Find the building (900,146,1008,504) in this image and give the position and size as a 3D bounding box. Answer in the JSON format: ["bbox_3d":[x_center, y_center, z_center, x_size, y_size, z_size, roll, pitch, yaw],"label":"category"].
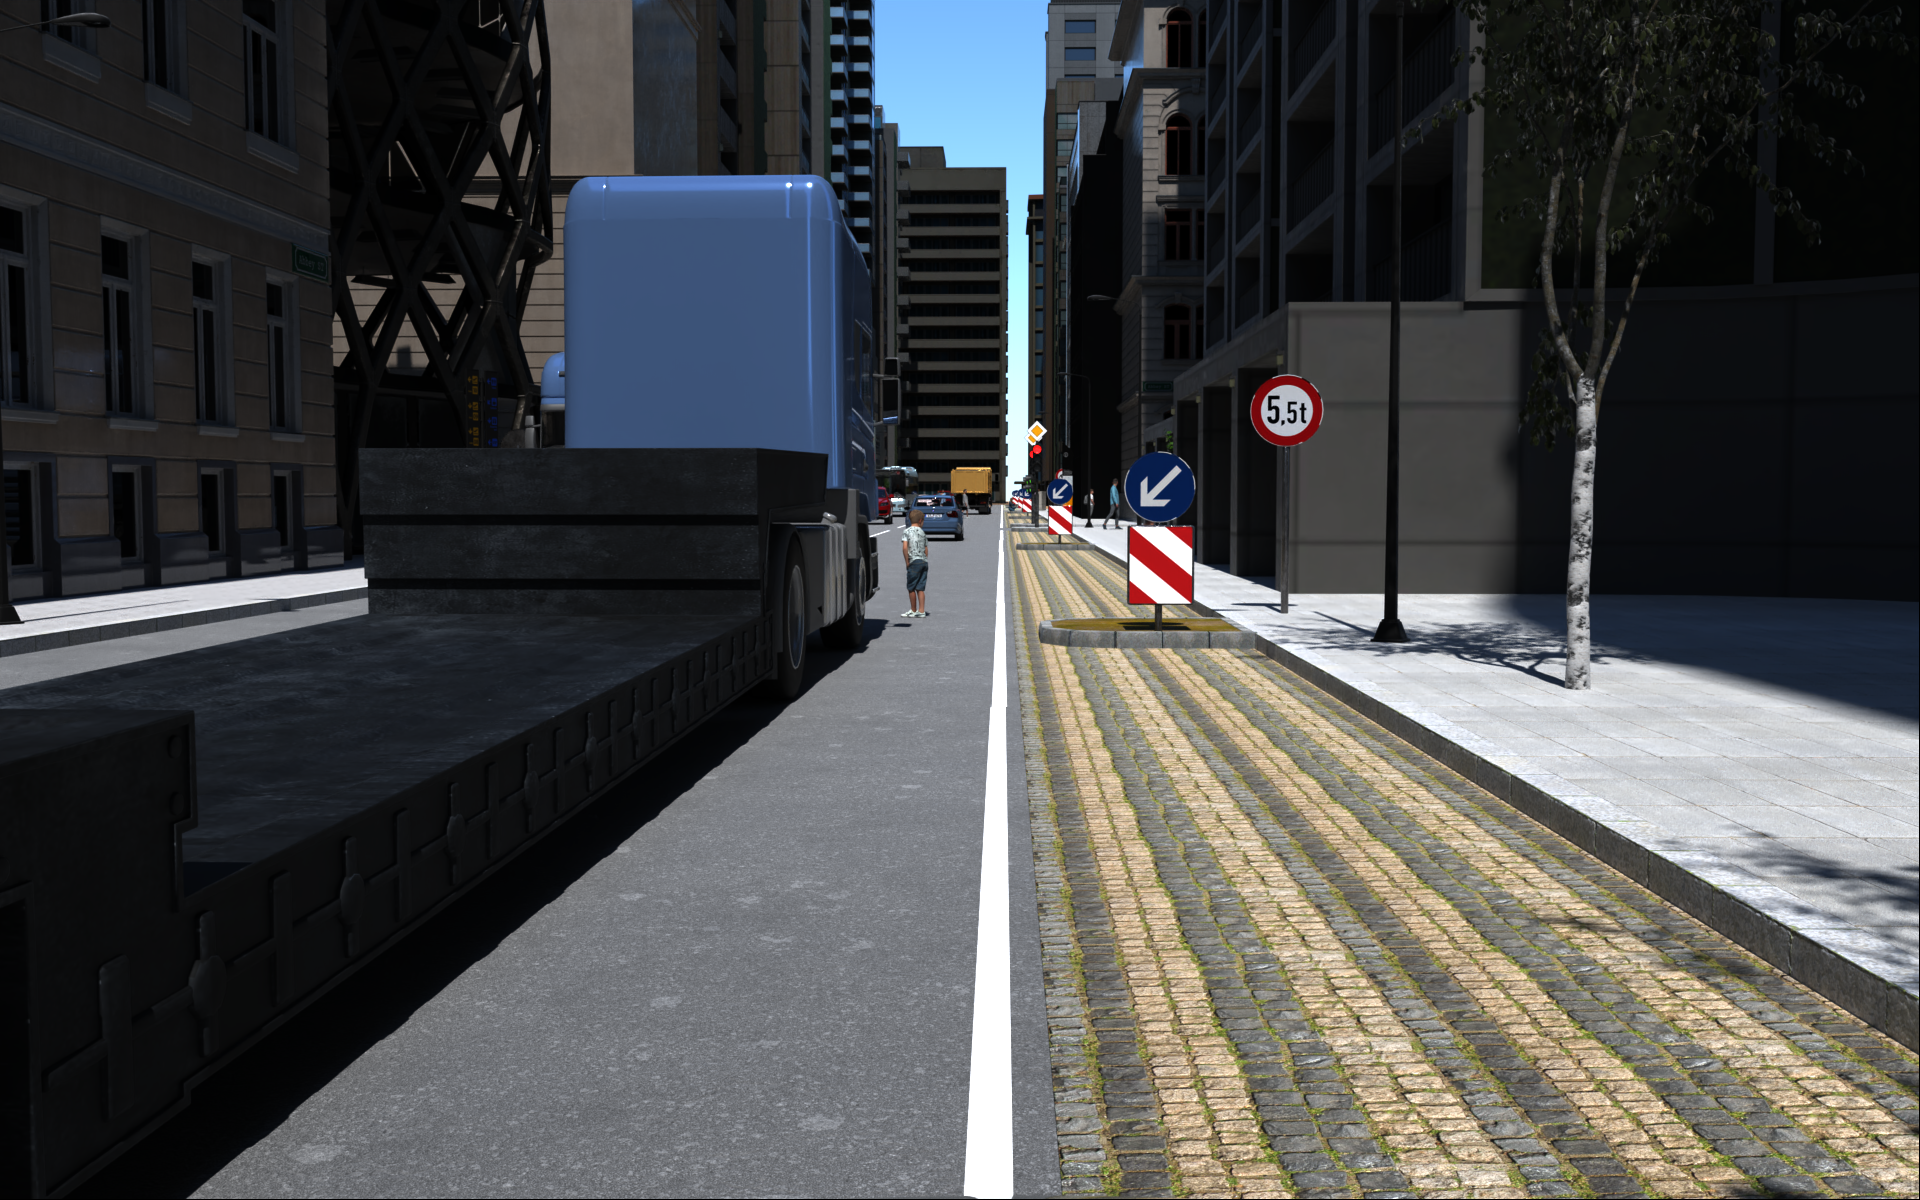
[{"bbox_3d":[-4.030,-37.949,244.159,21.600,48.544,21.300,0,4,1],"label":"building"}]

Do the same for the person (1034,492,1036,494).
[{"bbox_3d":[8.726,-11.634,197.194,0.756,1.711,0.436,2,4,30],"label":"person"}]

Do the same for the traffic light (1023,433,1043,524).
[{"bbox_3d":[3.122,-5.219,74.252,0.839,4.253,0.868,0,4,1],"label":"traffic light"}]

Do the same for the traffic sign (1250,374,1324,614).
[{"bbox_3d":[3.489,-1.128,18.544,0.768,2.556,0.104,1,4,10],"label":"traffic sign"}]

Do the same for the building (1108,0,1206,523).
[{"bbox_3d":[19.140,-17.989,81.503,23.554,28.519,14.401,0,4,1],"label":"building"}]

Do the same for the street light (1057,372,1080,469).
[{"bbox_3d":[4.405,-5.730,66.220,1.470,5.913,1.316,0,4,1],"label":"street light"}]

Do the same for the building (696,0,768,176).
[{"bbox_3d":[-16.983,-18.958,81.664,14.160,30.474,14.107,0,4,1],"label":"building"}]

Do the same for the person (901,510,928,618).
[{"bbox_3d":[-0.531,-0.421,20.069,0.332,1.250,0.352,0,4,4],"label":"person"}]

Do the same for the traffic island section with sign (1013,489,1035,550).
[{"bbox_3d":[2.448,-2.204,44.658,1.989,1.847,2.006,0,4,1],"label":"traffic island section with sign"}]

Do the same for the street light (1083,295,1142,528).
[{"bbox_3d":[3.672,-4.161,40.580,1.470,5.913,1.316,0,4,1],"label":"street light"}]

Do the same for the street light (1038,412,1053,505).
[{"bbox_3d":[5.095,-7.645,97.531,1.470,5.913,1.316,0,4,1],"label":"street light"}]

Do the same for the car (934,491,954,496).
[{"bbox_3d":[-1.835,-11.662,199.345,2.281,1.827,5.304,0,4,3],"label":"car"}]

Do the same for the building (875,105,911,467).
[{"bbox_3d":[-21.512,-36.285,212.861,30.456,49.044,23.786,0,4,1],"label":"building"}]

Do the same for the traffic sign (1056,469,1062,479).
[{"bbox_3d":[5.128,-5.254,86.014,0.768,2.556,0.104,1,4,9],"label":"traffic sign"}]

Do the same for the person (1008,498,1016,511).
[{"bbox_3d":[4.145,-7.399,134.977,0.738,1.151,1.012,1,4,21],"label":"person"}]

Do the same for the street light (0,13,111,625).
[{"bbox_3d":[-8.906,-2.713,16.907,1.470,5.913,1.316,0,4,1],"label":"street light"}]

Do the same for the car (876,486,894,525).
[{"bbox_3d":[-4.283,-4.548,83.040,2.281,1.827,5.304,0,4,-1],"label":"car"}]

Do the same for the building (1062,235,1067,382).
[{"bbox_3d":[14.652,-20.753,136.581,12.463,27.353,25.104,0,4,1],"label":"building"}]

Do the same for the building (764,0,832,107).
[{"bbox_3d":[-15.275,-25.673,103.356,14.154,41.232,14.086,0,4,1],"label":"building"}]

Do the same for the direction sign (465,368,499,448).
[{"bbox_3d":[-8.729,-2.428,31.700,0.379,3.537,0.876,1,4,23],"label":"direction sign"}]

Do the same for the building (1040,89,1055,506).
[{"bbox_3d":[16.077,-32.900,188.028,14.600,45.320,14.200,0,4,1],"label":"building"}]

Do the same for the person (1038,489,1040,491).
[{"bbox_3d":[7.863,-10.165,172.250,1.348,1.824,0.705,3,5,42],"label":"person"}]

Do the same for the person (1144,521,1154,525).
[{"bbox_3d":[5.287,-2.559,48.634,0.760,1.731,0.466,1,4,19],"label":"person"}]

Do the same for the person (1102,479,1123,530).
[{"bbox_3d":[5.541,-3.477,62.760,0.748,1.841,0.638,1,4,20],"label":"person"}]

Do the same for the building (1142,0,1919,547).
[{"bbox_3d":[16.890,-37.592,52.881,20.563,71.187,20.611,0,4,1],"label":"building"}]

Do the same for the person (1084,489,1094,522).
[{"bbox_3d":[5.906,-4.285,78.703,0.503,1.515,0.523,2,4,34],"label":"person"}]

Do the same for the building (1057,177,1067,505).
[{"bbox_3d":[15.978,-23.747,159.966,14.160,30.474,14.107,0,4,1],"label":"building"}]

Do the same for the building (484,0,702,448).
[{"bbox_3d":[-22.054,-16.054,59.752,25.104,27.353,12.463,0,4,1],"label":"building"}]

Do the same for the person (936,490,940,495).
[{"bbox_3d":[-2.188,-10.232,175.771,1.348,1.826,0.705,3,4,39],"label":"person"}]

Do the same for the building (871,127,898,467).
[{"bbox_3d":[-14.249,-30.870,188.310,14.154,41.232,14.086,0,4,1],"label":"building"}]

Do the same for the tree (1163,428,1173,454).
[{"bbox_3d":[5.479,-2.988,43.448,1.663,3.219,1.824,0,3,0],"label":"tree"}]

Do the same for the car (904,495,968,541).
[{"bbox_3d":[-0.773,-2.583,54.237,2.014,1.417,4.499,0,4,1],"label":"car"}]

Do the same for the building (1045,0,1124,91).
[{"bbox_3d":[20.798,-40.799,209.070,21.231,58.520,28.212,0,4,1],"label":"building"}]

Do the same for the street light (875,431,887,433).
[{"bbox_3d":[-6.077,-9.476,127.475,1.470,5.913,1.316,0,4,1],"label":"street light"}]

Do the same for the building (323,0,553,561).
[{"bbox_3d":[-18.156,-10.493,39.011,16.820,18.784,16.811,0,4,1],"label":"building"}]

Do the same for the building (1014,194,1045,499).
[{"bbox_3d":[22.127,-36.046,243.978,28.867,44.769,22.147,0,4,1],"label":"building"}]

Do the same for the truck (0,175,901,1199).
[{"bbox_3d":[-2.495,-1.173,8.930,2.967,4.110,18.799,0,4,3],"label":"truck"}]

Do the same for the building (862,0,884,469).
[{"bbox_3d":[-18.156,-52.101,164.515,22.319,86.520,31.000,0,4,1],"label":"building"}]

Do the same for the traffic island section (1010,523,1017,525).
[{"bbox_3d":[3.162,-3.186,74.365,2.009,0.180,2.903,0,4,1],"label":"traffic island section"}]

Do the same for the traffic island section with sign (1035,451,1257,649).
[{"bbox_3d":[1.774,-0.506,16.902,1.989,1.847,2.006,0,4,1],"label":"traffic island section with sign"}]

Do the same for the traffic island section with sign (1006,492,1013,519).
[{"bbox_3d":[3.798,-5.579,99.839,1.989,1.847,2.006,0,4,1],"label":"traffic island section with sign"}]

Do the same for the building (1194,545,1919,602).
[{"bbox_3d":[14.491,-35.848,24.374,20.563,71.187,20.611,0,4,1],"label":"building"}]

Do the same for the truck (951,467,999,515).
[{"bbox_3d":[0.907,-7.800,123.451,3.469,3.379,9.791,0,4,3],"label":"truck"}]

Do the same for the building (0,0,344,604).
[{"bbox_3d":[-17.328,-14.327,20.154,13.634,28.700,20.117,0,4,1],"label":"building"}]

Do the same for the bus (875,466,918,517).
[{"bbox_3d":[-4.406,-7.189,112.404,2.948,3.499,13.247,0,4,2],"label":"bus"}]

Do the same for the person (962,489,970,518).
[{"bbox_3d":[0.282,-5.661,101.811,0.466,1.731,0.760,3,5,44],"label":"person"}]

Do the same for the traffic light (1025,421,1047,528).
[{"bbox_3d":[2.927,-4.731,66.269,0.839,4.253,0.868,0,4,1],"label":"traffic light"}]

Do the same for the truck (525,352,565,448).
[{"bbox_3d":[-5.831,-2.951,38.008,2.967,4.110,18.799,0,4,1],"label":"truck"}]

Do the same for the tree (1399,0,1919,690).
[{"bbox_3d":[4.309,-3.722,11.218,4.360,8.622,3.978,0,3,0],"label":"tree"}]

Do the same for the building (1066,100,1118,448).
[{"bbox_3d":[13.396,-18.115,114.206,12.078,24.808,19.932,0,4,1],"label":"building"}]

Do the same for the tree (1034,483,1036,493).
[{"bbox_3d":[8.813,-13.162,209.800,1.663,3.219,1.824,0,3,0],"label":"tree"}]

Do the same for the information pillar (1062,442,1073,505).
[{"bbox_3d":[4.855,-5.328,78.473,0.504,3.616,0.183,-1,4,-19],"label":"information pillar"}]

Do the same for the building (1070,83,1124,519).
[{"bbox_3d":[12.619,-16.314,96.413,12.332,23.373,15.834,0,4,1],"label":"building"}]

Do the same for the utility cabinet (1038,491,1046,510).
[{"bbox_3d":[6.368,-7.695,134.498,0.318,1.500,1.173,1,4,19],"label":"utility cabinet"}]

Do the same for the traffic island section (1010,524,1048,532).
[{"bbox_3d":[2.967,-2.697,66.382,2.009,0.180,2.903,0,4,1],"label":"traffic island section"}]

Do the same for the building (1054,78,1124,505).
[{"bbox_3d":[16.440,-29.976,173.701,14.154,41.232,14.086,0,4,1],"label":"building"}]

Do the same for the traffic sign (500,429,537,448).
[{"bbox_3d":[-8.637,-2.066,33.884,0.768,2.556,0.104,1,4,10],"label":"traffic sign"}]

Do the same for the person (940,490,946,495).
[{"bbox_3d":[-1.449,-8.315,144.548,0.616,1.811,0.778,0,4,4],"label":"person"}]

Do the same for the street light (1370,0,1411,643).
[{"bbox_3d":[3.211,-2.593,14.934,1.470,5.913,1.316,0,4,1],"label":"street light"}]
